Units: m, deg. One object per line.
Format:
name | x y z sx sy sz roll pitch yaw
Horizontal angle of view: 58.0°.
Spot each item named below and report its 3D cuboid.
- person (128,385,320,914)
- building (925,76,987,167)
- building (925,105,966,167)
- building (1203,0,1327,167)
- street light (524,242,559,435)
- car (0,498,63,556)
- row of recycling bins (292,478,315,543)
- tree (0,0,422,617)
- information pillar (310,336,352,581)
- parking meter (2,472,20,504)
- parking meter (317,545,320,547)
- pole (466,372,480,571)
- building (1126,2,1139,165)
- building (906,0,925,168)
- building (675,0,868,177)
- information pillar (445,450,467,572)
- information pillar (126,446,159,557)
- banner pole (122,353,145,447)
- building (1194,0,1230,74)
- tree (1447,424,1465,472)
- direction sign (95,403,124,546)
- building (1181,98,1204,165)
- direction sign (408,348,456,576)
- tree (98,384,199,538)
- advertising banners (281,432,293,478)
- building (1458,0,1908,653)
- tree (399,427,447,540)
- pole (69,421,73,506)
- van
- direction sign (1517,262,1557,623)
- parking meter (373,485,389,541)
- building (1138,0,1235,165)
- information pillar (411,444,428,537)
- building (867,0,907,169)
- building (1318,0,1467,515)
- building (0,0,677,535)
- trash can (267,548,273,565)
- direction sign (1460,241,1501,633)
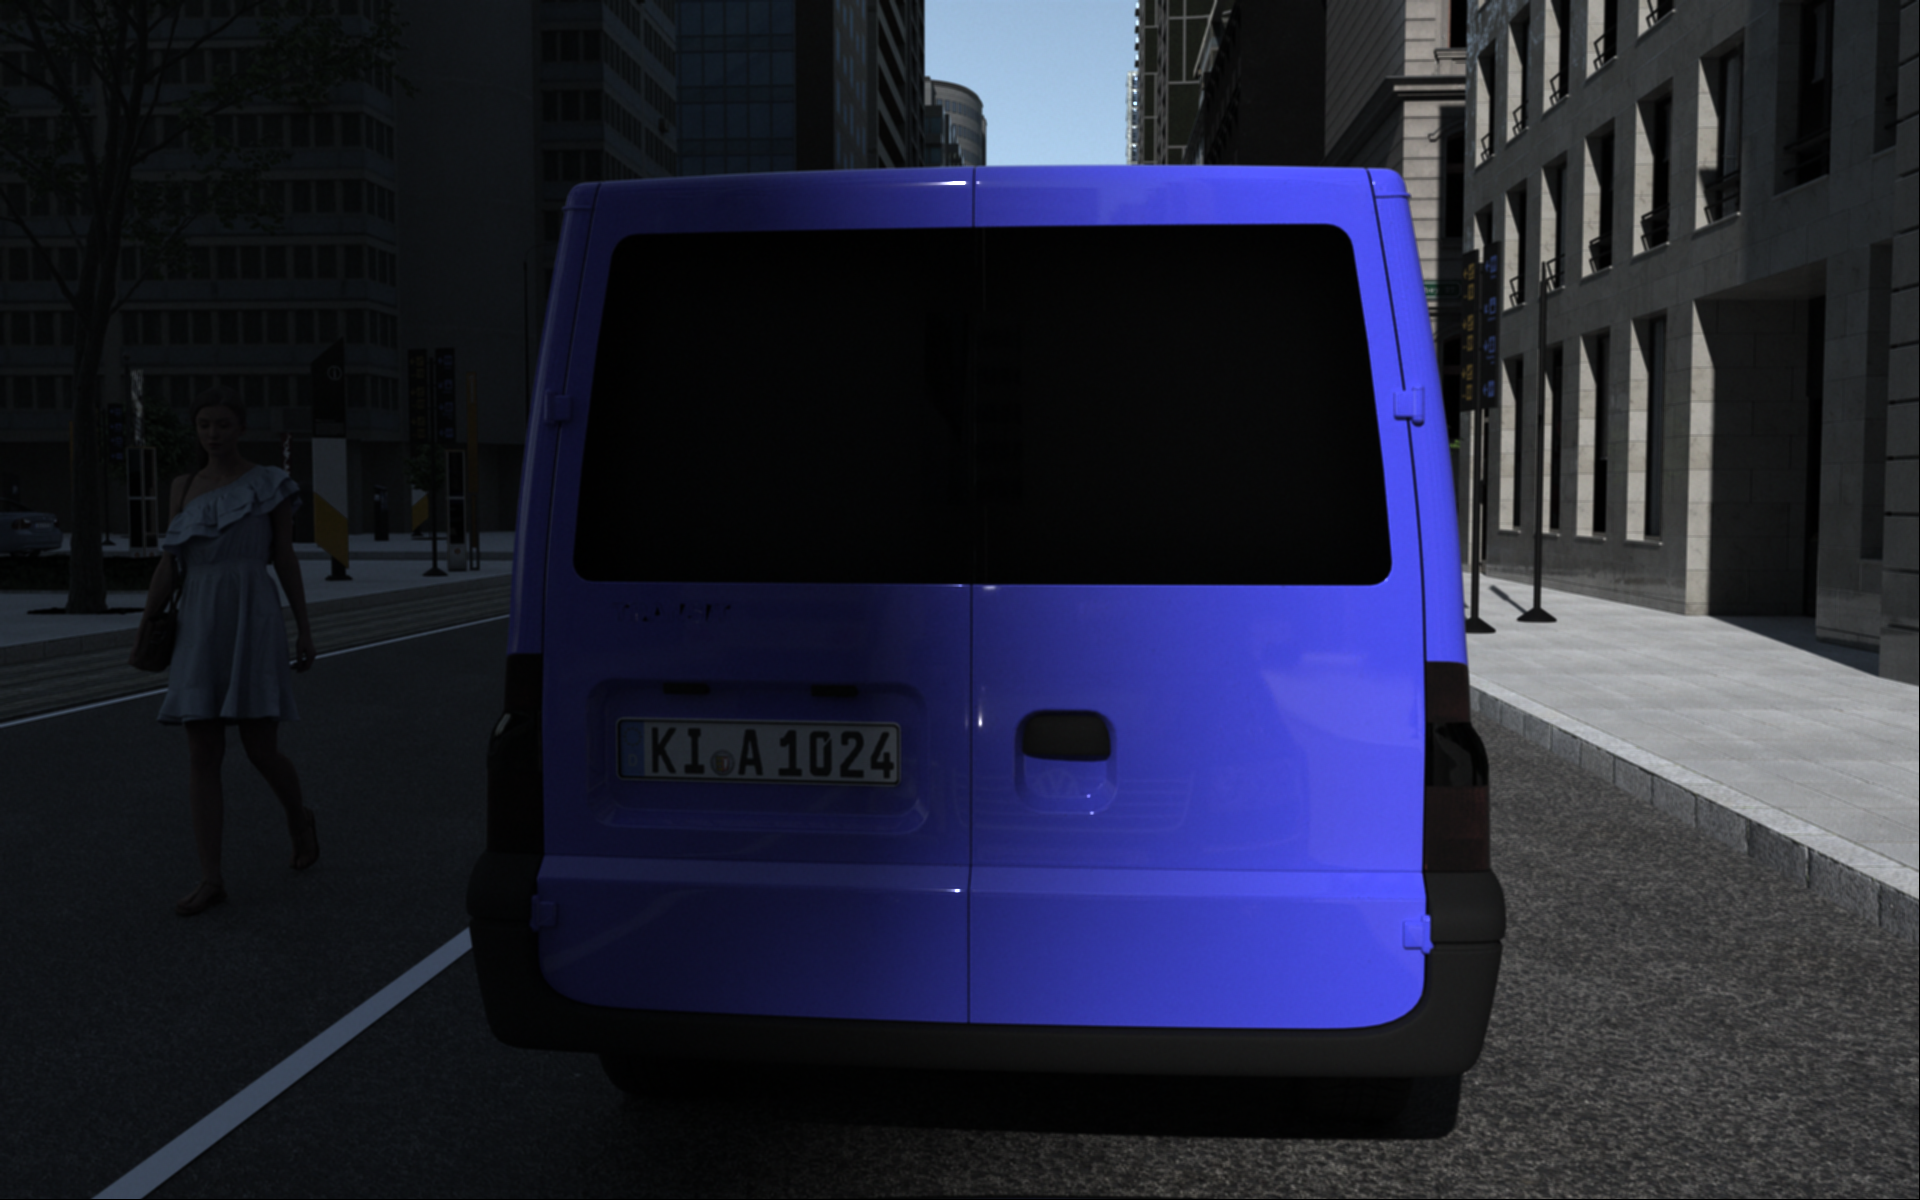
person | -2.628 0.146 6.200 0.616 1.811 0.778 0 4 7
building | -7.451 -43.049 245.841 21.231 58.520 28.212 0 4 4
building | -10.715 -36.471 215.902 23.786 49.044 30.456 0 4 4
building | 15.666 -14.292 63.345 12.332 23.373 15.834 0 4 4
street light | -7.334 -3.605 31.476 1.470 5.913 1.316 0 4 4
car | -21.181 -1.476 36.129 4.499 1.417 2.014 0 4 4
row of recycling bins | -18.276 -2.392 46.228 3.534 1.692 1.069 2 4 30
tree | -9.242 -5.664 18.357 9.928 11.665 9.643 0 3 0
information pillar | -9.312 -2.096 25.621 0.504 3.616 0.183 -3 4 -38
parking meter | -25.539 -2.504 46.647 0.255 1.863 0.399 1 4 8
parking meter | -15.300 -2.038 41.730 0.372 1.533 0.369 0 3 0
pole | -8.170 -2.153 29.049 0.158 3.312 0.155 0 3 0
building | 33.417 -57.638 255.046 22.319 86.520 31.000 0 4 4
building | -11.741 -44.546 166.578 20.563 71.187 20.611 0 4 4
building | -12.598 -27.014 91.790 14.600 45.320 14.200 0 4 4
information pillar | -8.367 -1.484 28.752 0.304 2.012 0.304 -1 4 -20
information pillar | -12.674 -1.368 26.865 0.304 2.012 0.304 1 4 17
banner pole | -14.588 -2.484 30.634 0.863 3.779 0.401 3 5 41
building | 30.607 -26.767 129.515 32.217 40.220 23.993 0 4 4
tree | 6.402 -1.855 24.925 1.663 3.219 1.824 0 3 0
direction sign | -21.321 -3.133 43.220 0.876 3.537 0.379 -3 5 -43
building | 15.872 -14.224 81.711 9.793 20.994 18.267 0 4 4
direction sign | -8.224 -2.143 27.028 0.876 3.537 0.379 1 4 23
tree | -24.237 -4.135 51.317 4.285 4.588 4.351 0 3 0
advertising banners | -19.728 -3.266 49.594 2.074 3.025 0.090 2 4 33
building | 12.992 -10.090 19.729 10.420 20.320 16.860 0 4 4
tree | -15.049 -3.319 48.870 1.663 3.219 1.824 0 3 0
pole | -24.705 -3.330 48.297 0.158 3.312 0.155 0 3 0
van | 0.263 -0.080 5.697 2.240 2.365 5.245 0 4 5
direction sign | 5.820 -1.552 17.369 0.379 3.537 0.876 1 4 19
parking meter | -15.870 -2.389 47.478 0.372 1.533 0.369 0 3 0
building | 30.458 -47.519 215.179 20.563 71.187 20.611 0 4 4
information pillar | -16.356 -3.731 52.359 0.504 3.616 0.183 -2 4 -30
building | -15.445 -30.697 125.599 21.300 48.544 21.600 0 4 4
building | 21.616 -15.760 45.064 23.554 28.519 14.401 0 4 4
building | -24.063 -22.805 64.743 32.217 40.220 23.993 0 4 4
trash can | -12.798 -1.220 31.597 0.748 1.137 0.748 0 3 0
direction sign | 4.787 -1.469 16.009 0.379 3.537 0.876 0 4 -4
